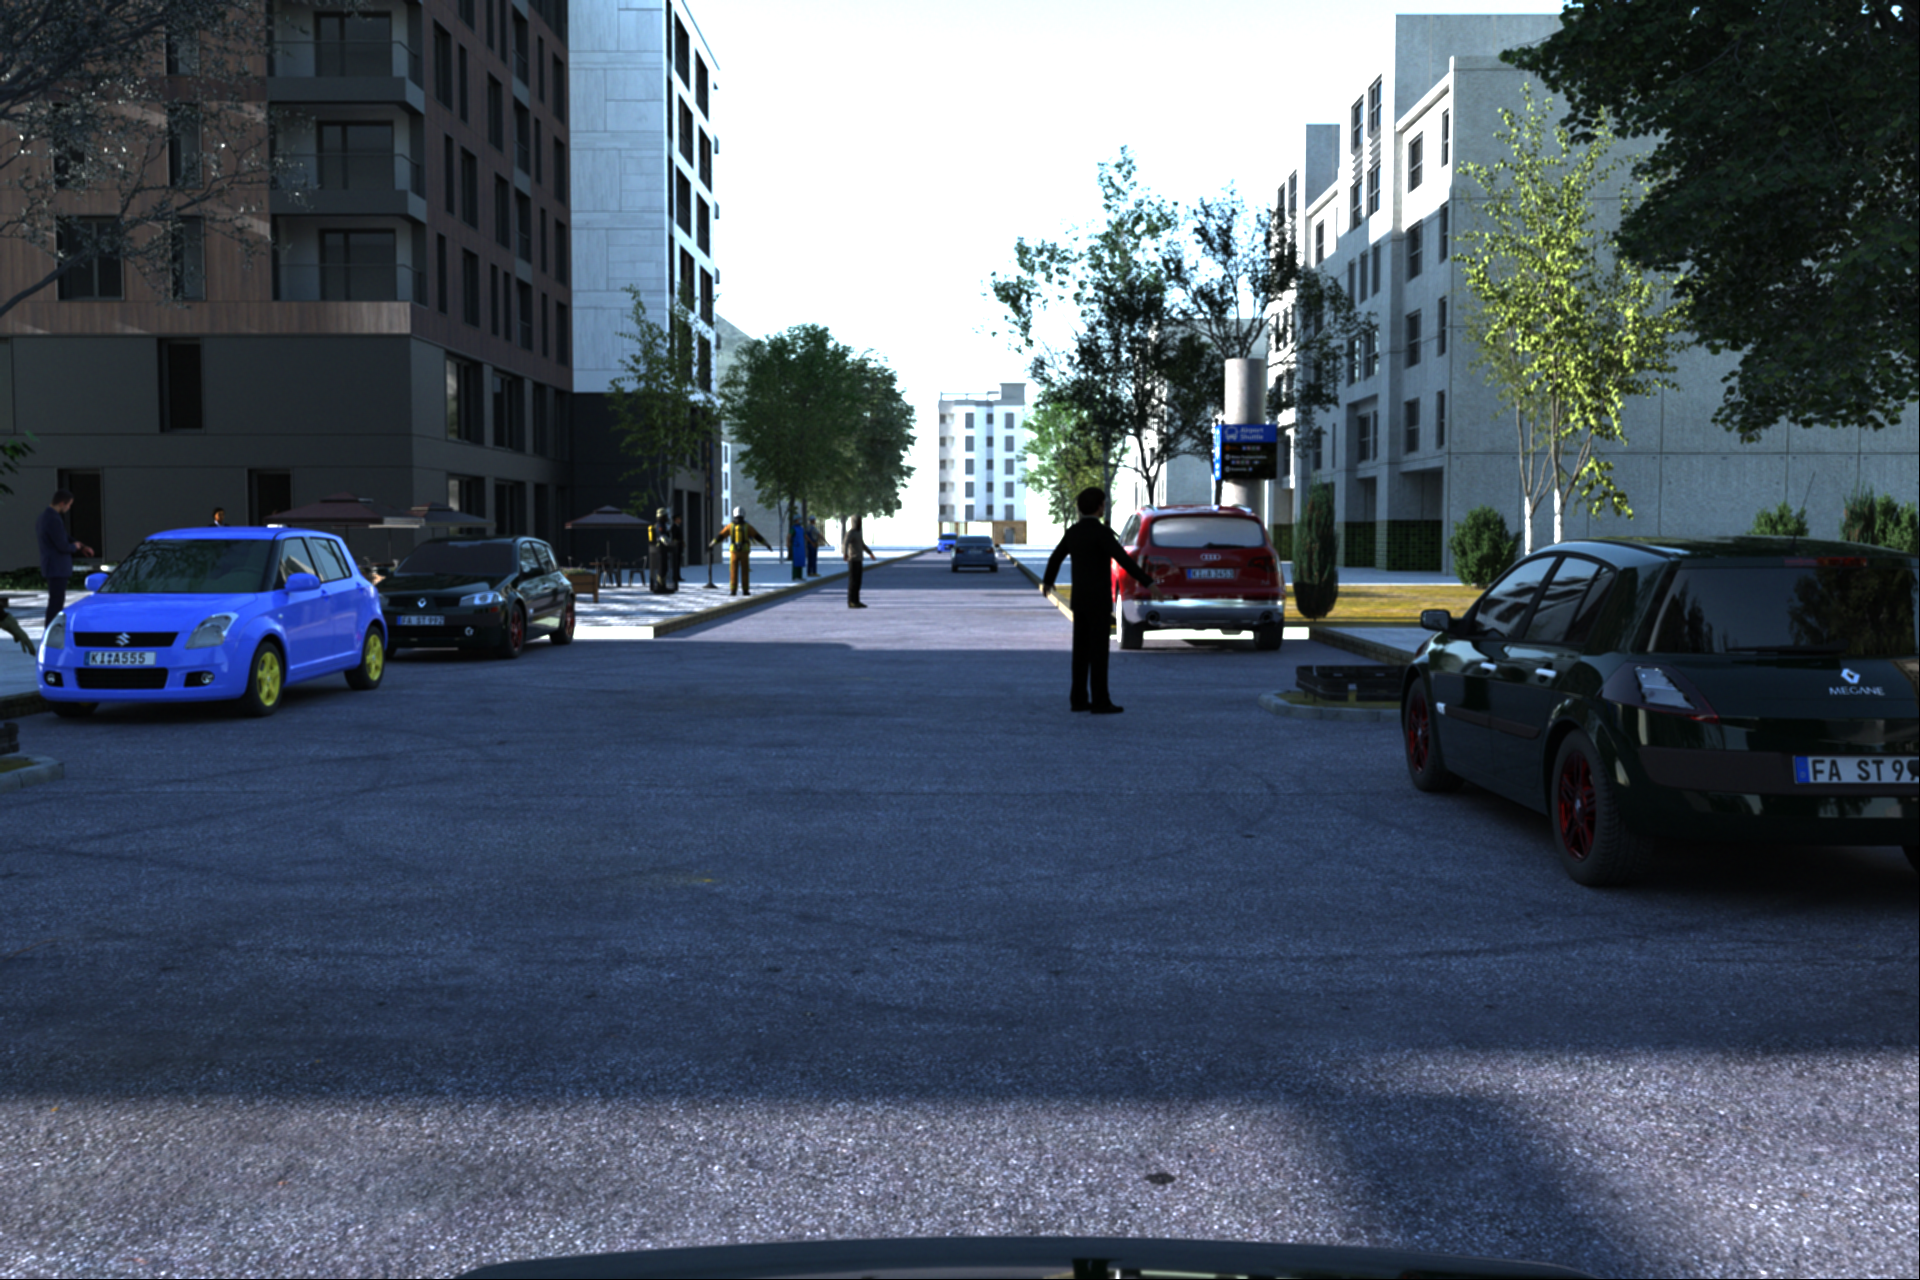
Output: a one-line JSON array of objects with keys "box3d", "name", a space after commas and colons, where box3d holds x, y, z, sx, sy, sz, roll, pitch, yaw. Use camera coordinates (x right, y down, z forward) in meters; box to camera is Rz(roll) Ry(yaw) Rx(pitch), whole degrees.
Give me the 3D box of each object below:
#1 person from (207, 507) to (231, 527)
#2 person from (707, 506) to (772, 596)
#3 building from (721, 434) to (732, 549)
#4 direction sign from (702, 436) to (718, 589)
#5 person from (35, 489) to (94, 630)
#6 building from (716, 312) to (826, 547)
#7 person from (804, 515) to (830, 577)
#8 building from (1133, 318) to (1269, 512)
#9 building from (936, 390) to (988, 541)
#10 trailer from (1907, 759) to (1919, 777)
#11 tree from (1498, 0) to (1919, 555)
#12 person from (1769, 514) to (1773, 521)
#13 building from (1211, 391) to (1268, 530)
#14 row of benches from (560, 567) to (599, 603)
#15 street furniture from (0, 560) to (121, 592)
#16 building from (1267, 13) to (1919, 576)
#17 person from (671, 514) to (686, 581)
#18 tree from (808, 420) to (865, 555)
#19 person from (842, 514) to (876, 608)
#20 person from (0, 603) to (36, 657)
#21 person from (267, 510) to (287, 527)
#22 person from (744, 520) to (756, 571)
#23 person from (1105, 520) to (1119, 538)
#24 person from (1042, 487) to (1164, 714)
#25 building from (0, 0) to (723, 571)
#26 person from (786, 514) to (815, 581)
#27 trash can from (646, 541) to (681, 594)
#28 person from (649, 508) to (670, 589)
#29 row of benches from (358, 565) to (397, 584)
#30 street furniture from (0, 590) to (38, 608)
[{"box3d": [-12.774, -1.423, 29.982, 1.216, 1.740, 0.721, -3, 5, -42], "name": "person"}, {"box3d": [-4.589, -1.854, 36.075, 1.354, 1.858, 0.705, 0, 4, -3], "name": "person"}, {"box3d": [-24.165, -12.666, 149.236, 9.099, 9.664, 28.070, 0, 4, 1], "name": "building"}, {"box3d": [-5.858, -2.968, 40.529, 0.379, 3.537, 0.876, 0, 4, 2], "name": "direction sign"}, {"box3d": [-9.717, -0.755, 18.834, 0.568, 1.767, 0.683, -3, 5, -42], "name": "person"}, {"box3d": [-24.068, -21.291, 179.033, 19.493, 23.208, 18.063, 0, 4, 1], "name": "building"}, {"box3d": [-4.441, -2.842, 52.320, 1.347, 1.847, 0.705, 3, 5, 45], "name": "person"}, {"box3d": [24.666, -17.356, 150.236, 16.747, 18.905, 31.486, 0, 4, 1], "name": "building"}, {"box3d": [-2.719, -22.093, 220.104, 11.380, 20.090, 16.016, 0, 4, 3], "name": "building"}, {"box3d": [3.084, 0.212, 3.579, 1.471, 1.999, 3.904, 0, 3, 0], "name": "trailer"}, {"box3d": [9.660, -6.727, 16.637, 9.857, 13.997, 8.962, 0, 3, 0], "name": "tree"}, {"box3d": [21.179, -2.414, 45.608, 0.704, 1.843, 1.345, 2, 4, 29], "name": "person"}, {"box3d": [21.058, -9.757, 101.681, 9.099, 9.664, 28.070, 0, 4, 1], "name": "building"}, {"box3d": [-8.113, -1.105, 33.525, 1.422, 0.672, 4.104, -3, 4, -37], "name": "row of benches"}, {"box3d": [-24.039, -1.492, 40.026, 10.072, 0.657, 5.734, 0, 4, -8], "name": "street furniture"}, {"box3d": [23.166, -12.306, 67.661, 16.747, 18.905, 31.486, 0, 4, 0], "name": "building"}, {"box3d": [-7.660, -2.516, 47.069, 0.705, 1.837, 1.347, 0, 4, 1], "name": "person"}, {"box3d": [-7.425, -9.473, 105.242, 4.360, 8.622, 3.978, 0, 3, 0], "name": "tree"}, {"box3d": [-2.004, -1.532, 33.626, 0.705, 1.813, 1.348, 1, 4, 21], "name": "person"}, {"box3d": [-4.691, 0.075, 7.361, 1.346, 1.812, 0.704, -1, 4, -13], "name": "person"}, {"box3d": [-14.626, -1.901, 37.270, 1.347, 1.806, 0.705, 2, 4, 24], "name": "person"}, {"box3d": [-7.335, -3.272, 59.964, 0.721, 1.772, 1.216, -2, 4, -28], "name": "person"}, {"box3d": [5.281, -3.431, 62.363, 1.348, 1.796, 0.705, -1, 4, -12], "name": "person"}, {"box3d": [1.082, -0.323, 13.932, 0.705, 1.806, 1.347, -3, 5, -39], "name": "person"}, {"box3d": [-24.536, -13.234, 60.347, 27.936, 21.610, 32.646, 0, 4, 0], "name": "building"}, {"box3d": [-4.383, -2.508, 47.127, 0.704, 1.817, 1.347, 2, 4, 28], "name": "person"}, {"box3d": [-6.365, -1.564, 37.221, 0.748, 1.137, 0.748, 0, 3, 0], "name": "trash can"}, {"box3d": [-6.602, -2.008, 38.605, 0.705, 1.856, 1.354, -1, 4, -16], "name": "person"}, {"box3d": [-11.989, -1.142, 34.132, 4.104, 0.672, 1.422, 3, 4, 36], "name": "row of benches"}, {"box3d": [-19.390, -1.310, 28.280, 9.812, 1.723, 11.010, 1, 4, 22], "name": "street furniture"}]
